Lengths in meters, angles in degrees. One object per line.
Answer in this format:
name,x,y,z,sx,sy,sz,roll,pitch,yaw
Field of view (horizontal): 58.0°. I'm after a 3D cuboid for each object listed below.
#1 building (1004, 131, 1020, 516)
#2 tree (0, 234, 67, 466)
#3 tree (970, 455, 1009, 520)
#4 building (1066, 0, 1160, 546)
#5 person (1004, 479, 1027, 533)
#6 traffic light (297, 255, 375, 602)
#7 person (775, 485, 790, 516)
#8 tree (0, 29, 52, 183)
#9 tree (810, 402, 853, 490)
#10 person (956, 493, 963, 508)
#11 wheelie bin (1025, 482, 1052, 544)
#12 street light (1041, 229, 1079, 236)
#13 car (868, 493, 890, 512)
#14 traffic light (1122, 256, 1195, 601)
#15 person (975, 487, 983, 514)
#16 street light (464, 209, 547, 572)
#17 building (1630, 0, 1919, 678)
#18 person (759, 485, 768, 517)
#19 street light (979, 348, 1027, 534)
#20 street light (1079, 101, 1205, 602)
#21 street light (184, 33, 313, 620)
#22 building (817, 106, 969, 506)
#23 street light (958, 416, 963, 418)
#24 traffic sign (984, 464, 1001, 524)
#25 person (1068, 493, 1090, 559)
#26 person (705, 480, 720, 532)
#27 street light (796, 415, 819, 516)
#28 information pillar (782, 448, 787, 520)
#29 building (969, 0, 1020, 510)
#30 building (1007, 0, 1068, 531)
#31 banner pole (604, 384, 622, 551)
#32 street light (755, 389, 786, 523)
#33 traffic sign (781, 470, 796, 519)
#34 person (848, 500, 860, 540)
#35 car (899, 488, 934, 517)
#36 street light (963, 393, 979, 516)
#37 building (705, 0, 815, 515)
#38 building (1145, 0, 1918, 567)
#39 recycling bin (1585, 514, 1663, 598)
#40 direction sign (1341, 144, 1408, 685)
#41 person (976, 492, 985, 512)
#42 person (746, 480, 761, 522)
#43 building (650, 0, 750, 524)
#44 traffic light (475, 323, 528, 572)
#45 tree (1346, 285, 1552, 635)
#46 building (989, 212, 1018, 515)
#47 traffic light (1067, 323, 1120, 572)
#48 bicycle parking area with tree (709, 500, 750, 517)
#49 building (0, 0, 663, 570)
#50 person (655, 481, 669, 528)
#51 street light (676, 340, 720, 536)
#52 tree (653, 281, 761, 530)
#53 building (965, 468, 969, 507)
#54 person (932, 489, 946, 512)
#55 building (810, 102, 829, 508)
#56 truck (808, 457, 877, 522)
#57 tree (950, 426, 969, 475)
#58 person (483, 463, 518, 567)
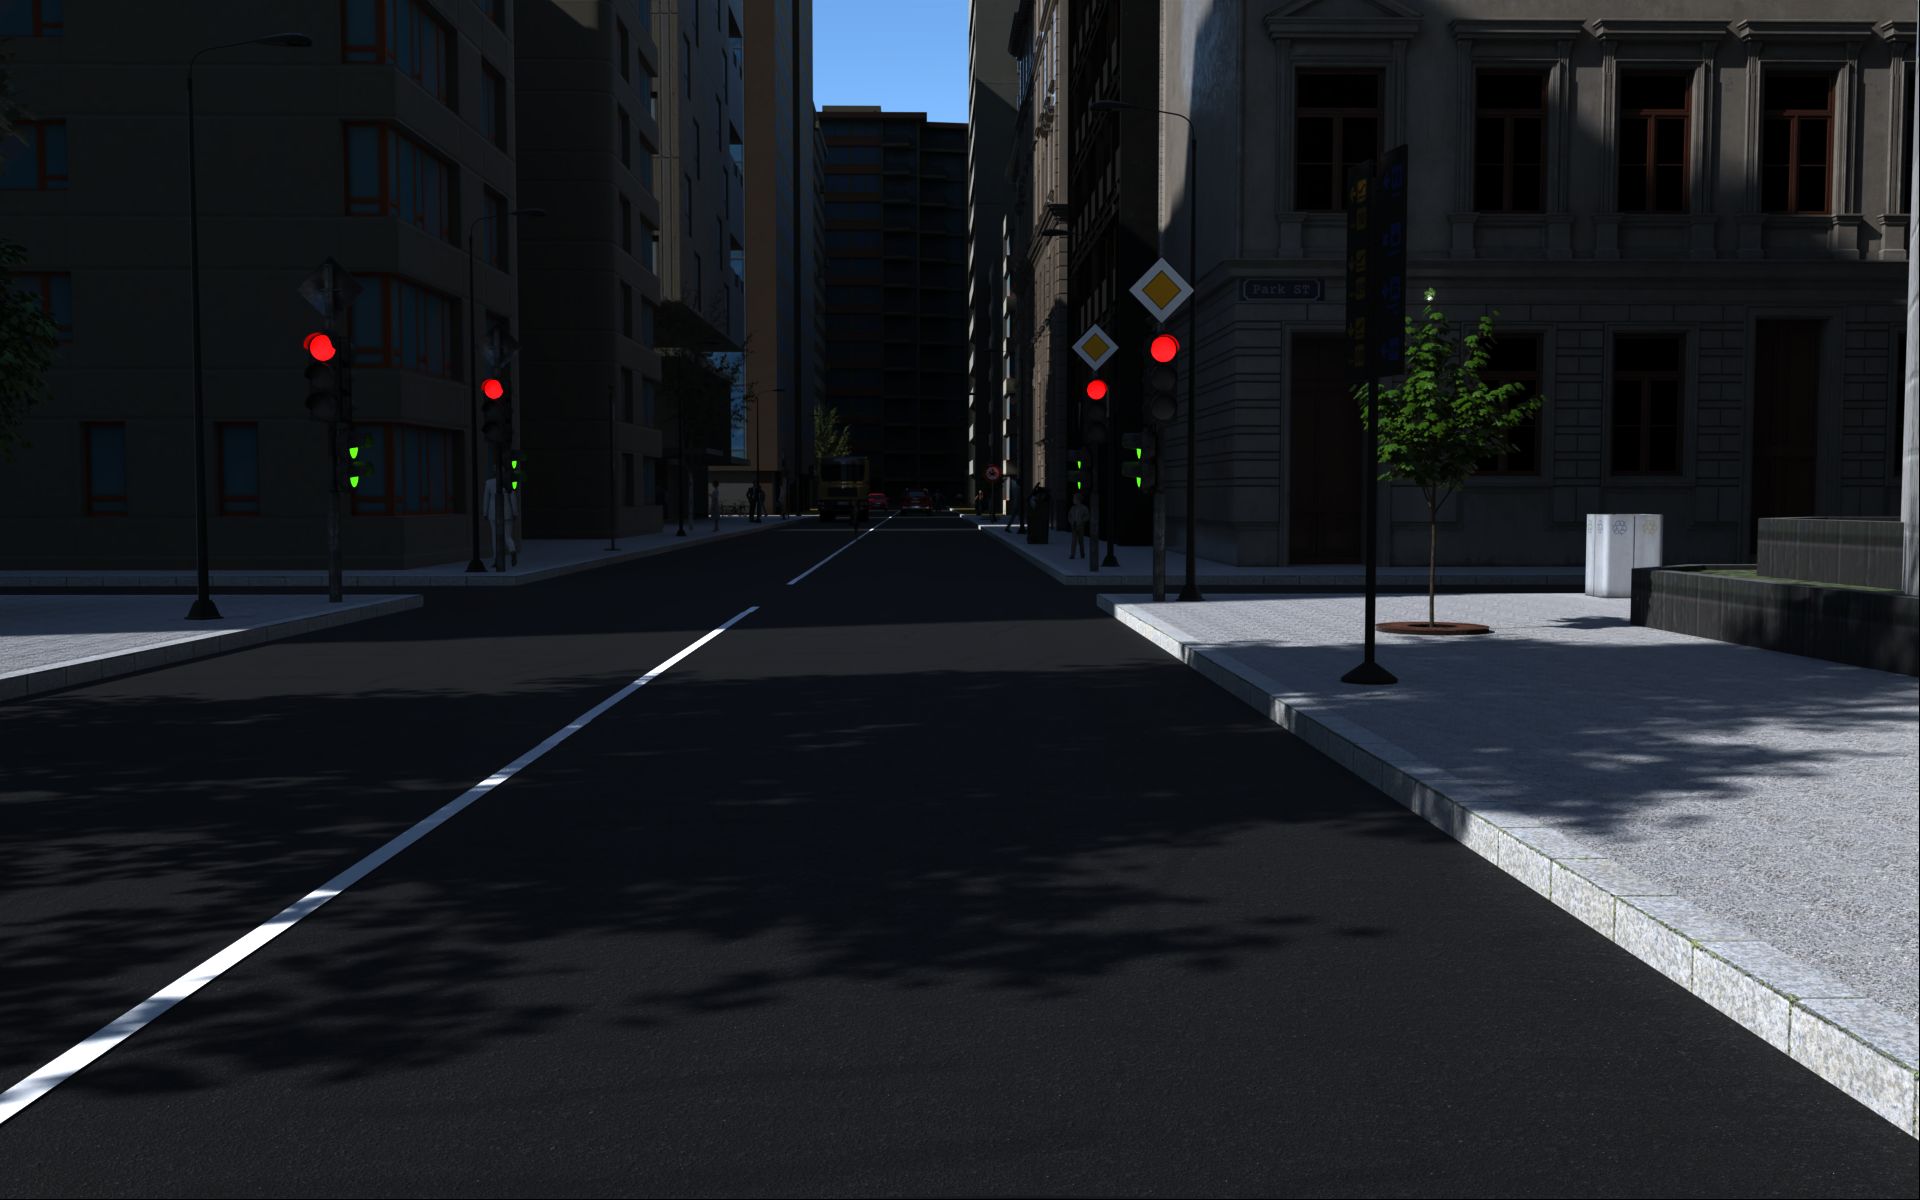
building,8.335,-16.220,94.071,11.050,23.489,19.941,0,4,-1
tree,-10.942,-2.081,17.744,4.285,4.588,4.351,0,3,0
tree,1.565,-5.619,86.471,1.663,3.219,1.824,0,3,0
building,9.882,-13.464,49.821,12.332,23.373,15.834,0,4,-1
person,1.895,-3.128,57.452,0.850,1.792,0.678,-1,4,-15
traffic light,-7.392,-1.928,20.440,0.839,4.253,0.868,0,4,-1
person,-10.369,-5.812,101.191,0.853,1.813,0.709,0,4,-2
tree,-8.406,-5.470,6.437,9.611,12.733,9.660,0,3,0
tree,-11.159,-11.852,144.137,4.737,8.622,4.395,0,3,0
person,-0.042,-9.374,162.501,0.628,1.438,0.799,1,4,20
wheelie bin,2.022,-2.245,44.613,0.693,1.594,0.980,0,4,1
street light,2.123,-3.546,30.510,1.470,5.913,1.316,0,4,-1
car,-6.870,-8.184,142.843,2.155,1.783,4.494,0,4,-3
traffic light,2.367,-1.941,20.650,0.839,4.253,0.868,0,4,-1
person,1.198,-6.212,108.323,0.721,1.736,1.217,1,4,21
street light,-7.423,-3.413,28.339,1.470,5.913,1.316,0,4,-1
building,16.448,-28.286,4.476,21.231,58.520,28.212,0,4,-1
person,-11.263,-5.607,98.067,0.623,1.781,0.721,3,5,41
street light,1.440,-5.066,55.374,1.470,5.913,1.316,0,4,-1
street light,2.229,-2.941,20.635,1.470,5.913,1.316,0,4,-1
street light,-7.226,-2.757,17.618,1.470,5.913,1.316,0,4,-1
building,-12.904,-33.249,198.244,28.867,44.769,22.147,0,4,-1
street light,0.577,-8.013,103.556,1.470,5.913,1.316,0,4,-1
traffic sign,1.403,-4.545,74.423,0.768,2.556,0.104,0,4,6
person,2.361,-1.471,34.368,0.475,1.303,0.640,1,4,17
person,-8.411,-3.200,58.937,0.524,1.755,0.480,-1,4,-11
street light,-8.908,-7.873,101.262,1.470,5.913,1.316,0,4,-1
information pillar,-8.842,-5.854,87.067,0.183,3.616,0.504,-1,4,-20
building,11.638,-31.911,145.439,21.300,48.544,21.600,0,4,-1
building,8.719,-16.752,71.158,12.463,27.353,25.104,0,4,-1
banner pole,-7.930,-3.033,39.612,0.401,3.779,0.863,0,4,-4
street light,-8.390,-6.359,76.519,1.470,5.913,1.316,0,4,-1
traffic sign,-8.896,-5.487,89.813,0.768,2.556,0.104,0,4,1
person,-3.311,-2.502,54.081,0.373,1.253,0.362,-1,4,-12
car,-2.814,-6.316,111.932,2.281,1.827,5.304,0,4,0
street light,1.022,-6.540,79.465,1.470,5.913,1.316,0,4,-1
building,-17.940,-29.045,125.002,14.600,45.320,14.200,0,4,-1
building,14.510,-12.156,34.905,21.152,22.565,11.583,0,4,-1
recycling bin,8.285,-0.555,21.624,0.722,1.027,0.722,0,4,1
direction sign,2.796,-1.207,11.725,0.379,3.537,0.876,-1,4,-11
person,1.538,-7.178,123.361,0.705,1.831,1.348,2,4,25
person,-9.371,-4.492,78.853,0.474,1.900,0.648,3,5,41
building,-24.347,-29.886,77.868,28.713,52.752,27.495,0,4,-1
traffic light,-7.552,-2.416,28.424,0.839,4.253,0.868,0,4,-1
tree,4.370,-1.324,16.251,1.663,3.219,1.824,0,3,0
building,16.381,-16.888,121.151,27.650,21.520,28.899,0,4,-1
traffic light,2.207,-2.429,28.634,0.839,4.253,0.868,0,4,-1
bicycle parking area with tree,-17.072,-6.841,98.849,8.231,4.147,9.016,3,5,41
building,-23.488,-12.089,42.702,27.650,21.520,28.899,0,4,-1
person,-11.106,-3.518,63.904,0.721,1.781,0.623,1,4,17
street light,-7.929,-4.886,52.428,1.470,5.913,1.316,0,4,-1
tree,-9.296,-6.772,61.085,4.360,8.622,3.978,0,3,0
building,10.958,-44.532,166.355,20.563,71.187,20.611,0,4,-1
person,-1.703,-7.745,135.205,1.350,1.814,0.705,1,4,12
building,-24.592,-28.773,162.317,23.993,40.220,32.217,0,4,-1
truck,-6.125,-5.865,91.820,3.469,3.379,9.791,0,4,-2
tree,0.905,-14.099,180.874,4.360,8.622,3.978,0,3,0
person,-7.940,-1.474,30.020,0.514,1.842,0.818,-2,4,-35
